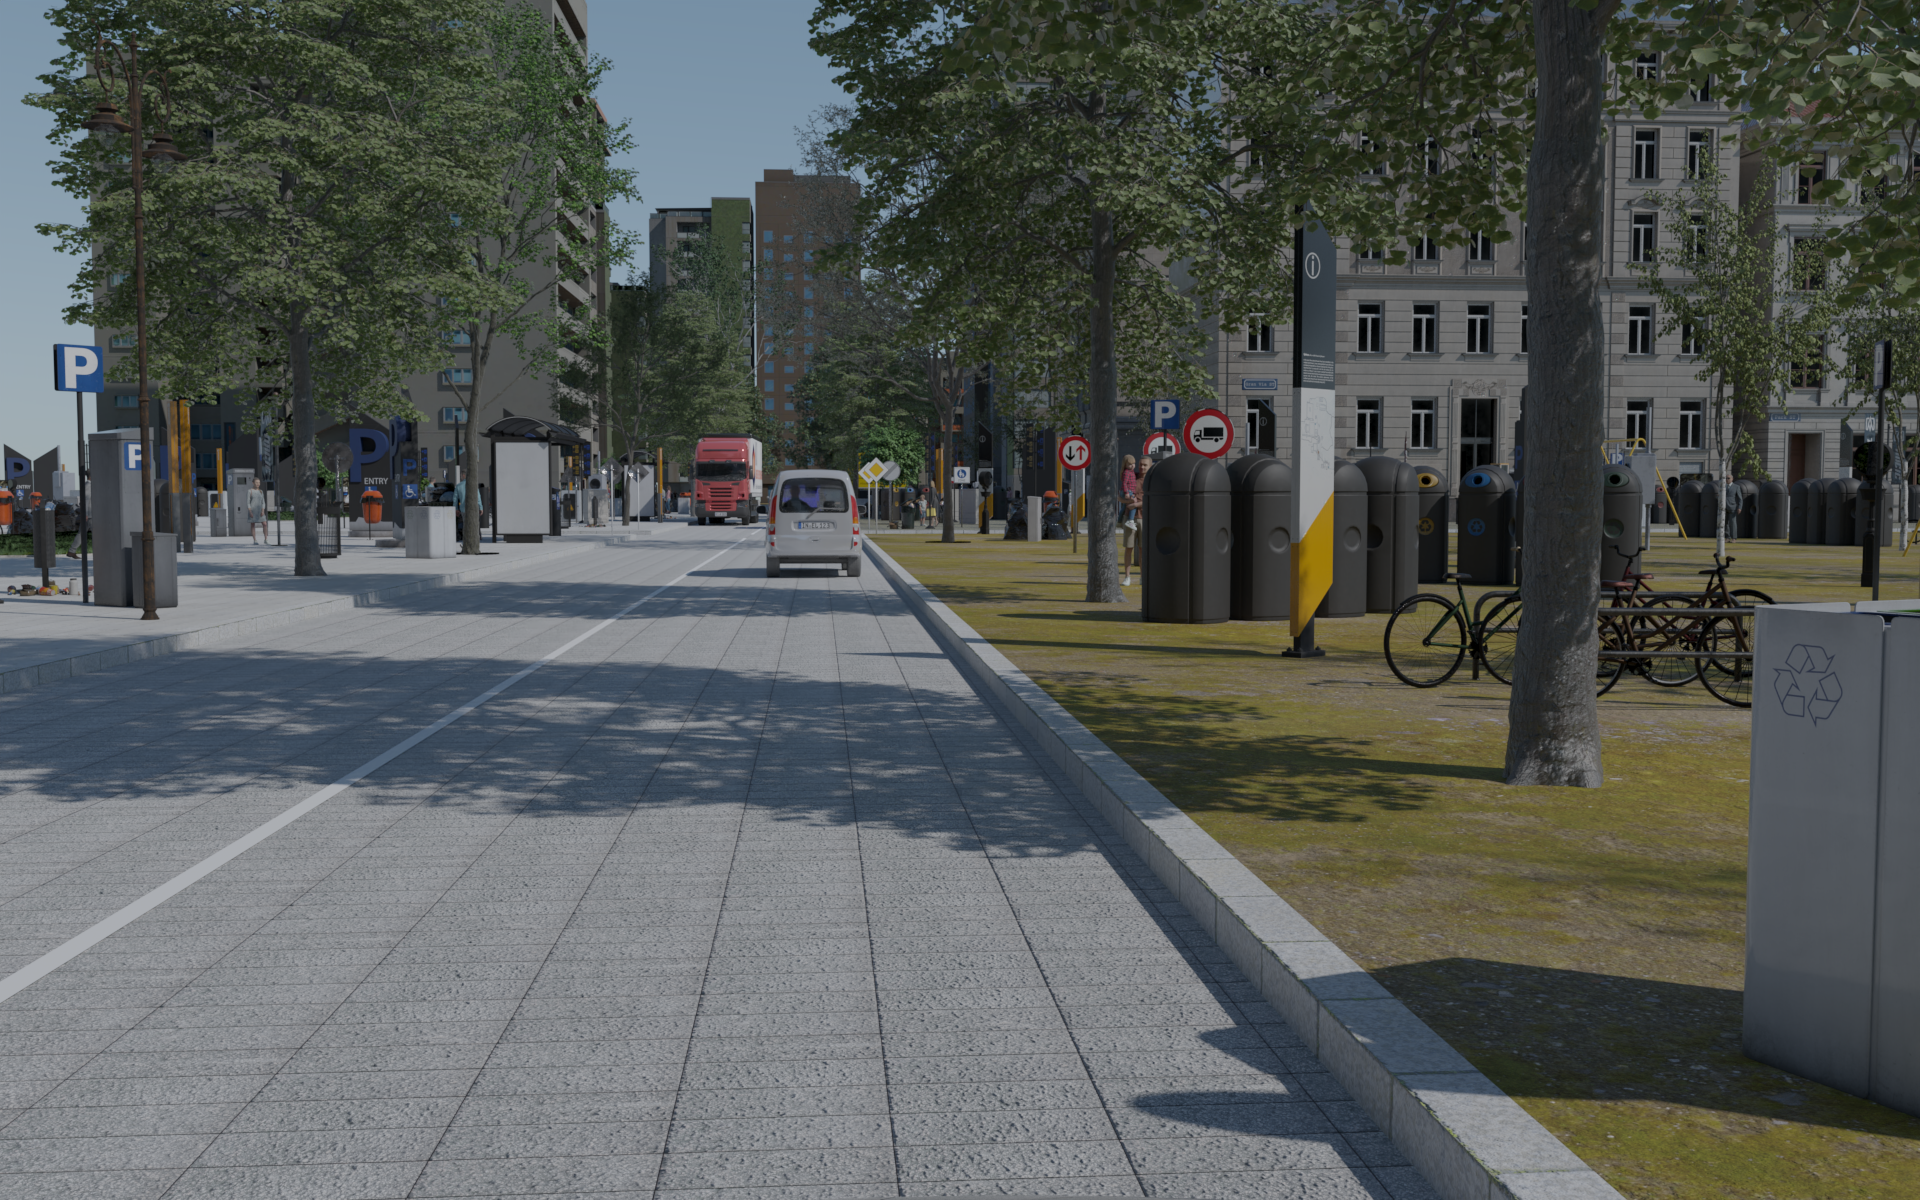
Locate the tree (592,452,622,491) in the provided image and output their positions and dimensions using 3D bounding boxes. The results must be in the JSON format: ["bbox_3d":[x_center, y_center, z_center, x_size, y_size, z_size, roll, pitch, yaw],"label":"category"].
[{"bbox_3d":[-26.950,-9.197,134.085,4.285,4.588,4.351,0,3,0],"label":"tree"}]

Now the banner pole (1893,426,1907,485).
[{"bbox_3d":[30.516,-4.073,56.617,0.401,3.779,0.863,-2,4,-25],"label":"banner pole"}]

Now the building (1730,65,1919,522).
[{"bbox_3d":[46.762,-15.248,85.460,21.152,22.565,11.583,0,4,-5],"label":"building"}]

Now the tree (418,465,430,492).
[{"bbox_3d":[-34.695,-7.168,111.805,1.663,3.219,1.824,0,3,0],"label":"tree"}]

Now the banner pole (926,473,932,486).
[{"bbox_3d":[-1.836,-6.759,100.520,0.401,3.779,0.863,-2,4,-35],"label":"banner pole"}]

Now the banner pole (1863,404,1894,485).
[{"bbox_3d":[24.873,-3.498,47.208,0.863,3.779,0.401,-2,4,-27],"label":"banner pole"}]

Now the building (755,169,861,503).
[{"bbox_3d":[-21.077,-36.194,241.889,14.200,45.320,14.600,0,4,-5],"label":"building"}]

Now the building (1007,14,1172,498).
[{"bbox_3d":[10.948,-28.600,151.198,14.154,41.232,14.086,0,4,-5],"label":"building"}]

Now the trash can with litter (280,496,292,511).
[{"bbox_3d":[-34.873,-4.820,90.186,1.055,1.170,0.624,1,4,12],"label":"trash can with litter"}]

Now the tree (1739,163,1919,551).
[{"bbox_3d":[21.121,-5.414,38.874,4.737,8.622,4.395,0,3,0],"label":"tree"}]

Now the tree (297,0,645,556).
[{"bbox_3d":[-10.195,-6.758,36.252,9.928,11.665,9.643,0,3,0],"label":"tree"}]

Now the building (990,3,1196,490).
[{"bbox_3d":[13.561,-38.552,172.318,21.231,58.520,28.212,0,4,-5],"label":"building"}]

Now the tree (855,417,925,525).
[{"bbox_3d":[-2.889,-5.482,73.339,4.285,4.588,4.351,0,3,0],"label":"tree"}]

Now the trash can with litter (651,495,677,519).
[{"bbox_3d":[-15.262,-4.839,90.178,1.678,1.210,2.233,1,4,14],"label":"trash can with litter"}]

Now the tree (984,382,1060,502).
[{"bbox_3d":[4.167,-9.758,109.907,4.360,8.622,3.978,0,3,0],"label":"tree"}]

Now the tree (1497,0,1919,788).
[{"bbox_3d":[2.442,-5.483,7.777,7.486,12.596,7.792,0,3,0],"label":"tree"}]

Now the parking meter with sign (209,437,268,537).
[{"bbox_3d":[-21.715,-3.423,52.232,0.543,3.016,1.738,3,5,39],"label":"parking meter with sign"}]

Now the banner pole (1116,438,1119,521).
[{"bbox_3d":[6.767,-5.331,77.181,0.863,3.779,0.401,0,4,6],"label":"banner pole"}]

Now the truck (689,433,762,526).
[{"bbox_3d":[-10.951,-5.706,82.215,2.839,4.237,11.283,0,4,-3],"label":"truck"}]

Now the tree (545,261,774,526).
[{"bbox_3d":[-13.218,-8.262,69.494,7.601,10.594,8.767,2,4,28],"label":"tree"}]

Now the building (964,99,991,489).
[{"bbox_3d":[7.873,-33.234,193.494,14.600,45.320,14.200,0,4,-5],"label":"building"}]

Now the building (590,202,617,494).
[{"bbox_3d":[-40.881,-23.992,163.976,14.160,30.474,14.107,0,4,-5],"label":"building"}]

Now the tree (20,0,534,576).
[{"bbox_3d":[-10.268,-6.624,26.430,7.486,12.596,7.792,0,3,0],"label":"tree"}]

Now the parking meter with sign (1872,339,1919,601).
[{"bbox_3d":[11.278,-1.422,19.511,1.738,3.016,0.543,1,4,18],"label":"parking meter with sign"}]

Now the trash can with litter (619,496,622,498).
[{"bbox_3d":[-22.450,-6.360,115.367,0.624,1.170,1.055,0,4,-3],"label":"trash can with litter"}]

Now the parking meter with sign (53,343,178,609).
[{"bbox_3d":[-9.625,-1.443,19.857,1.738,3.016,0.543,2,4,35],"label":"parking meter with sign"}]

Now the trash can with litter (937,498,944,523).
[{"bbox_3d":[-0.774,-3.983,76.509,0.624,1.170,1.055,-2,4,-24],"label":"trash can with litter"}]

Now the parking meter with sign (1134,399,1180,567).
[{"bbox_3d":[3.527,-2.141,31.262,0.543,3.016,1.738,1,4,19],"label":"parking meter with sign"}]

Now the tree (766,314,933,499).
[{"bbox_3d":[-6.364,-11.530,105.519,9.611,12.733,9.660,0,3,0],"label":"tree"}]

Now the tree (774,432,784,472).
[{"bbox_3d":[-21.560,-14.926,178.451,7.601,10.594,8.767,0,4,4],"label":"tree"}]

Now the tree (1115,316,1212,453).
[{"bbox_3d":[7.924,-7.311,69.900,4.360,8.622,3.978,0,3,0],"label":"tree"}]

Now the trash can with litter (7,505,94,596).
[{"bbox_3d":[-11.785,-0.703,22.549,1.678,1.210,2.233,-2,4,-26],"label":"trash can with litter"}]

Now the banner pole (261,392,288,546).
[{"bbox_3d":[-17.007,-3.228,42.791,0.863,3.779,0.401,2,4,34],"label":"banner pole"}]

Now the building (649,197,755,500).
[{"bbox_3d":[-35.609,-34.048,240.277,14.086,41.232,14.154,0,4,-5],"label":"building"}]

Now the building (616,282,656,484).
[{"bbox_3d":[-49.641,-28.596,239.248,14.107,30.474,14.160,0,4,-5],"label":"building"}]

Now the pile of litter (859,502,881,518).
[{"bbox_3d":[-4.972,-4.895,94.001,1.719,0.858,1.176,1,4,13],"label":"pile of litter"}]

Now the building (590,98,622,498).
[{"bbox_3d":[-50.869,-32.450,185.182,28.867,44.769,22.147,0,4,-5],"label":"building"}]

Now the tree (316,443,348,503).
[{"bbox_3d":[-40.723,-7.840,111.894,4.285,4.588,4.351,0,3,0],"label":"tree"}]

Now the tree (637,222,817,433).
[{"bbox_3d":[-16.242,-16.107,119.236,12.611,20.169,13.585,0,3,0],"label":"tree"}]

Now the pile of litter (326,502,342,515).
[{"bbox_3d":[-38.732,-5.672,106.706,1.176,0.858,1.719,2,4,28],"label":"pile of litter"}]

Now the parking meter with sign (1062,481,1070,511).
[{"bbox_3d":[5.983,-6.305,99.349,1.738,3.016,0.543,0,4,-3],"label":"parking meter with sign"}]

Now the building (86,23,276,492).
[{"bbox_3d":[-76.426,-34.197,182.817,21.600,48.544,21.300,0,4,-5],"label":"building"}]

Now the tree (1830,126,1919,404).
[{"bbox_3d":[17.081,-4.811,29.024,4.360,8.622,3.978,0,3,0],"label":"tree"}]

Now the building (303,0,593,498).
[{"bbox_3d":[-43.138,-31.885,145.019,21.300,48.544,21.600,0,4,-5],"label":"building"}]

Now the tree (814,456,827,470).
[{"bbox_3d":[-14.634,-16.991,212.214,8.767,10.594,7.601,-1,4,-19],"label":"tree"}]

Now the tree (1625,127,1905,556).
[{"bbox_3d":[15.860,-5.194,35.280,4.737,8.622,4.395,0,3,0],"label":"tree"}]

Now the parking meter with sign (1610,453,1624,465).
[{"bbox_3d":[27.745,-4.687,72.898,0.543,3.016,1.738,1,4,13],"label":"parking meter with sign"}]

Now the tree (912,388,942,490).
[{"bbox_3d":[-3.281,-10.008,113.995,4.360,8.622,3.978,0,3,0],"label":"tree"}]

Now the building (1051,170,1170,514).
[{"bbox_3d":[11.677,-16.407,119.171,10.553,20.767,40.483,0,4,-5],"label":"building"}]

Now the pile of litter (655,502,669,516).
[{"bbox_3d":[-18.019,-5.413,102.467,1.719,0.858,1.176,-1,4,-10],"label":"pile of litter"}]

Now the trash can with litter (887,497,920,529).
[{"bbox_3d":[-2.145,-3.174,63.279,1.055,1.170,0.624,1,4,11],"label":"trash can with litter"}]

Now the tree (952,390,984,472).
[{"bbox_3d":[1.530,-10.370,119.905,4.360,8.622,3.978,0,3,0],"label":"tree"}]

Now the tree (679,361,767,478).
[{"bbox_3d":[-19.077,-13.882,143.976,9.611,12.733,9.660,0,3,0],"label":"tree"}]

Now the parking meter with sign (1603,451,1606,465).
[{"bbox_3d":[25.071,-4.500,69.831,1.738,3.016,0.543,1,4,17],"label":"parking meter with sign"}]

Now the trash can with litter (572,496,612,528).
[{"bbox_3d":[-14.293,-3.424,67.048,1.678,1.210,2.233,0,4,-4],"label":"trash can with litter"}]

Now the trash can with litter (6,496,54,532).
[{"bbox_3d":[-34.758,-3.254,64.262,1.678,1.210,2.233,-2,4,-24],"label":"trash can with litter"}]

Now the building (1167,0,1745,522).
[{"bbox_3d":[23.197,-17.537,83.998,25.104,27.353,12.463,0,4,-5],"label":"building"}]

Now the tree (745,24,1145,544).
[{"bbox_3d":[-0.339,-8.250,45.250,12.009,13.543,11.850,0,3,0],"label":"tree"}]
